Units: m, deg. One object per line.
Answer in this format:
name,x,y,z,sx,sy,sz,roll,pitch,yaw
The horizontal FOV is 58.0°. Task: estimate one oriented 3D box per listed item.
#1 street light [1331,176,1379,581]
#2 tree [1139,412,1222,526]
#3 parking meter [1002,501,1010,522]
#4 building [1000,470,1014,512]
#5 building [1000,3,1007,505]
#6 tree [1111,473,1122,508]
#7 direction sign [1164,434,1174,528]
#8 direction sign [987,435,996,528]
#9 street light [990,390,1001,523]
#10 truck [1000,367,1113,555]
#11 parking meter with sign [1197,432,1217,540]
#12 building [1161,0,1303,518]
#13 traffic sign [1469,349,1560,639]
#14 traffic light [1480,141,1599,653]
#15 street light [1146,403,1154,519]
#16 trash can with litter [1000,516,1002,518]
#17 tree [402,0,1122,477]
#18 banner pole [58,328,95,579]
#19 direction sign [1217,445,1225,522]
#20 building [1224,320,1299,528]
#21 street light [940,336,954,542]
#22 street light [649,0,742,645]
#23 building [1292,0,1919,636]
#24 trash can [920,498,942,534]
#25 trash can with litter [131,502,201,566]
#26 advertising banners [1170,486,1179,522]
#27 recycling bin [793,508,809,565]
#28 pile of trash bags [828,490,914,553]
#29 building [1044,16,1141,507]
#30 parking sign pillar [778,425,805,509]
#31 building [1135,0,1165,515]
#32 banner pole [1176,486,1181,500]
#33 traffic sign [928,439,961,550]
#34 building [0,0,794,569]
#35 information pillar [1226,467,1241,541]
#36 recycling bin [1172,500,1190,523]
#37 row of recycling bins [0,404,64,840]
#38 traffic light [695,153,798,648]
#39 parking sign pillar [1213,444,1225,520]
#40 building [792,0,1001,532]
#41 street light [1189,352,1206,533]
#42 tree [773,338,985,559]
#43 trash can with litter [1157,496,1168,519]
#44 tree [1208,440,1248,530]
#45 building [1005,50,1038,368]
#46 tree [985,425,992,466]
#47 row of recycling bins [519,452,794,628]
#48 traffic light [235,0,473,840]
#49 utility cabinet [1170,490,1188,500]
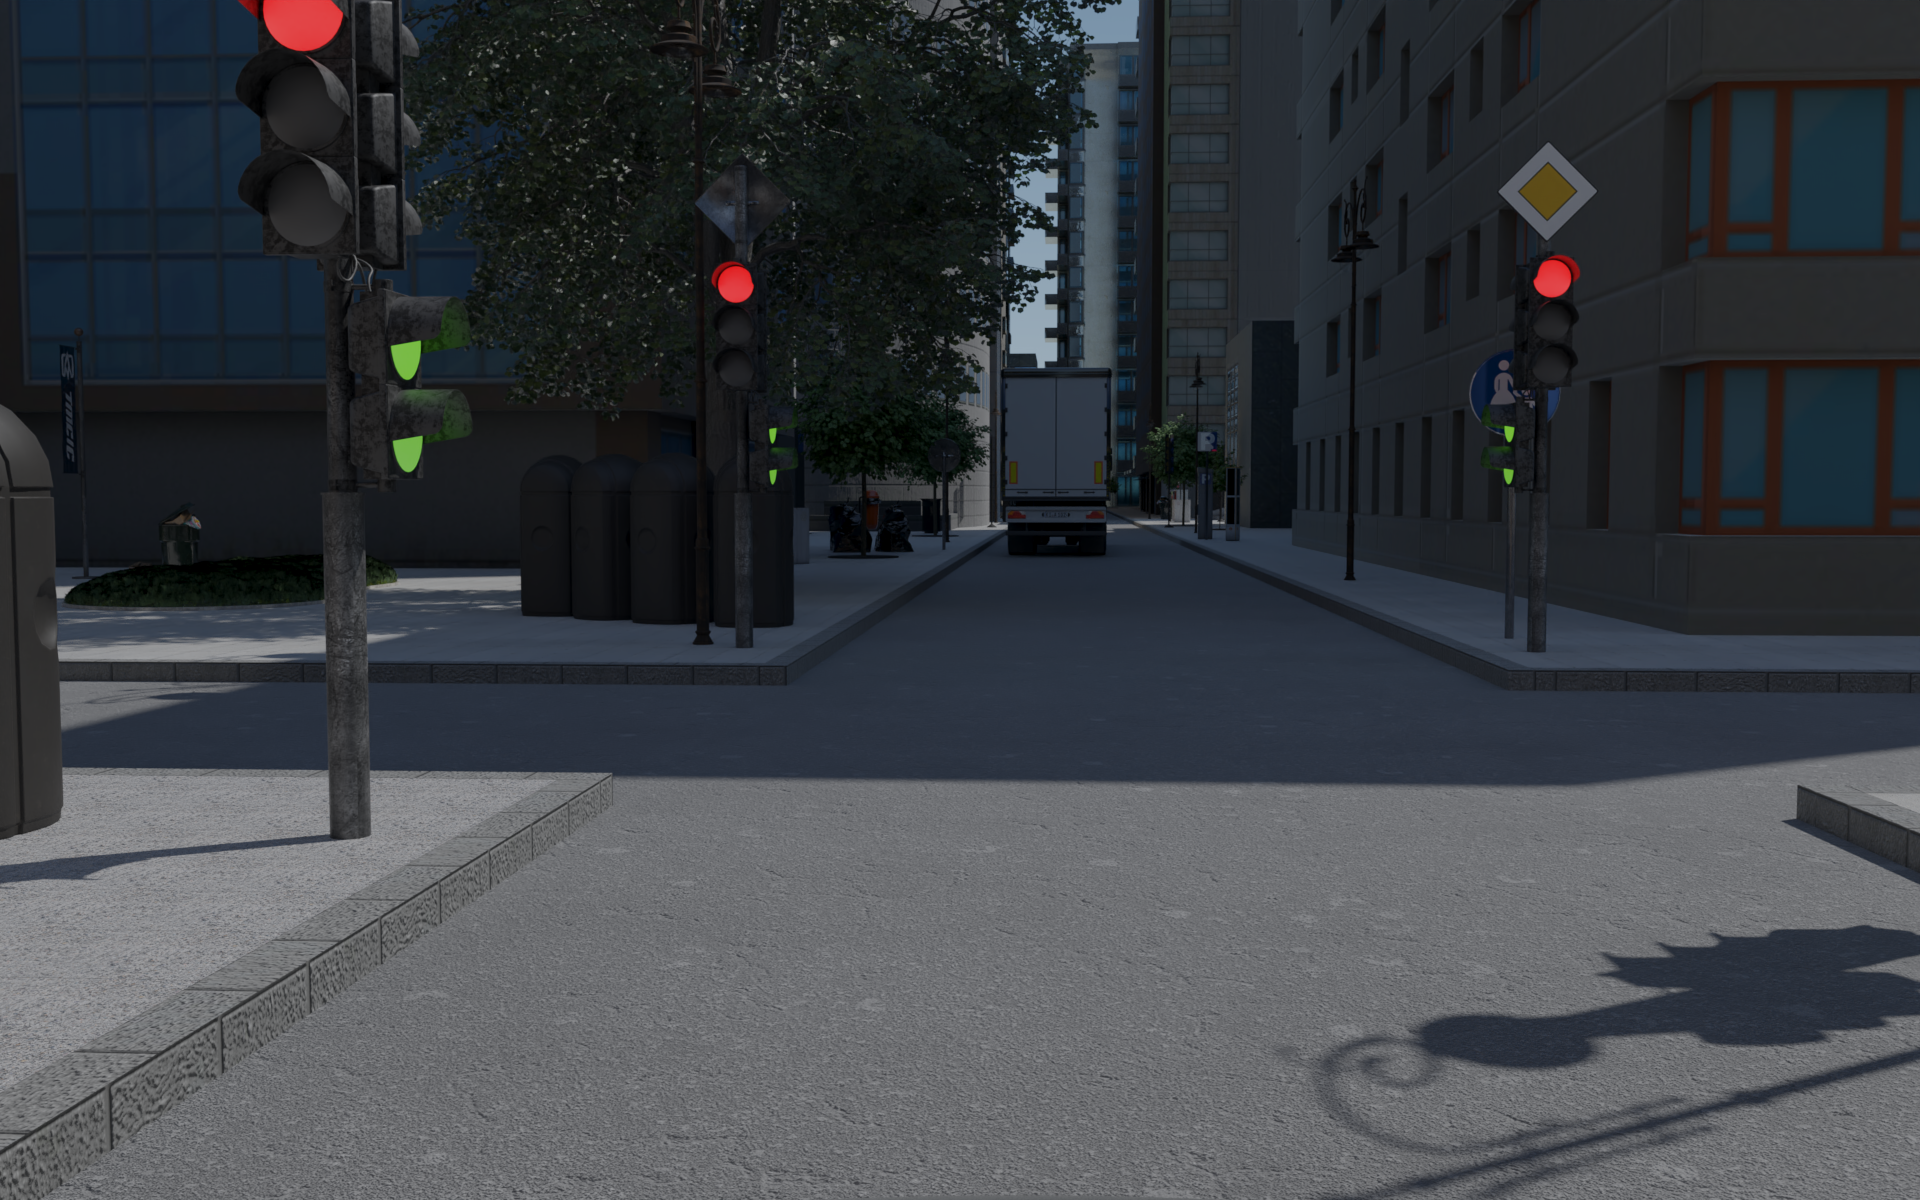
street light,5.802,-3.230,25.593,0.468,5.910,1.993,0,4,3
tree,8.854,-5.226,69.154,4.285,4.588,4.351,0,3,0
parking meter,2.117,-4.503,79.333,0.255,1.863,0.399,1,4,21
building,-11.850,-26.852,130.903,32.217,40.220,23.993,0,4,3
building,-6.810,-32.421,153.782,21.600,48.544,21.300,0,4,3
tree,13.748,-9.890,156.302,1.663,3.219,1.824,0,3,0
direction sign,7.987,-4.534,66.133,0.379,3.537,0.876,2,4,27
direction sign,1.221,-4.556,66.480,0.379,3.537,0.876,0,4,1
street light,1.599,-6.362,76.811,0.468,5.910,1.993,0,4,3
truck,2.526,-3.371,44.036,2.839,4.237,11.283,0,4,4
parking meter with sign,7.006,-3.244,49.302,0.543,3.016,1.738,0,4,6
building,18.371,-25.285,96.997,14.154,41.232,14.086,0,4,3
traffic sign,4.877,-0.929,15.302,0.768,2.556,0.104,1,4,11
traffic light,4.667,-1.532,13.968,0.839,4.253,0.868,0,4,3
street light,9.692,-7.071,88.404,0.468,5.910,1.993,0,4,3
trash can with litter,2.008,-4.750,89.053,1.055,1.170,0.624,-1,4,-9
tree,-2.807,-7.006,21.212,9.857,13.997,8.962,0,3,0
banner pole,-13.248,-2.197,25.935,0.401,3.779,0.863,0,4,-2
direction sign,12.075,-5.383,80.013,0.876,3.537,0.379,1,4,8
building,21.677,-45.489,56.421,22.319,86.520,31.000,0,4,3
street light,-0.345,-4.468,45.846,0.468,5.910,1.993,0,4,3
street light,-2.194,-2.558,14.613,0.468,5.910,1.993,0,4,3
building,21.880,-11.190,27.995,28.899,21.520,27.650,0,4,3
trash can,-0.935,-2.735,56.364,0.748,1.137,0.748,0,3,0
trash can with litter,-11.439,-0.820,24.801,1.055,1.170,0.624,-2,4,-25
advertising banners,9.951,-5.138,80.198,0.090,3.025,2.074,1,4,19
recycling bin,-3.250,-1.175,31.761,0.722,1.027,0.722,3,4,39
pile of trash bags,-2.049,-1.821,39.528,1.912,1.369,3.447,0,4,-3
building,24.305,-34.515,183.936,30.456,49.044,23.786,0,4,3
parking sign pillar,-5.359,-3.941,52.912,1.447,3.967,1.447,3,4,39
building,20.053,-29.055,125.156,14.600,45.320,14.200,0,4,3
banner pole,10.525,-5.761,84.210,0.863,3.779,0.401,2,4,34
traffic sign,-0.370,-2.425,39.754,0.768,2.556,0.104,1,4,11
building,-11.451,-23.559,35.304,14.600,45.320,14.200,0,4,3
information pillar,7.449,-2.615,47.249,0.304,2.012,0.304,2,4,32
recycling bin,9.977,-4.011,78.137,0.722,1.027,0.722,0,4,-2
row of recycling bins,-5.231,0.013,6.901,3.534,1.692,1.069,1,4,10
traffic light,-1.783,-1.555,14.343,0.839,4.253,0.868,0,4,3
parking sign pillar,12.936,-5.971,86.103,1.447,3.967,1.447,2,4,33
building,-9.357,-32.293,69.992,21.231,58.520,28.212,0,4,3
street light,7.742,-5.124,56.558,0.468,5.910,1.993,0,4,3
tree,-2.028,-3.124,34.789,4.285,4.588,4.351,0,3,0
trash can with litter,10.435,-4.637,87.206,0.624,1.170,1.055,3,5,44
tree,9.225,-4.088,61.448,1.663,3.219,1.824,0,3,0
building,-7.250,-53.267,183.585,31.000,86.520,22.319,0,4,3
tree,-0.801,-4.203,52.434,4.285,4.588,4.351,0,3,0
row of recycling bins,-3.152,-0.644,17.639,3.534,1.692,1.069,2,4,34
traffic light,-2.268,-1.067,6.373,0.839,4.253,0.868,0,4,3
utility cabinet,11.175,-4.894,88.700,1.173,1.500,0.318,-3,5,-43
